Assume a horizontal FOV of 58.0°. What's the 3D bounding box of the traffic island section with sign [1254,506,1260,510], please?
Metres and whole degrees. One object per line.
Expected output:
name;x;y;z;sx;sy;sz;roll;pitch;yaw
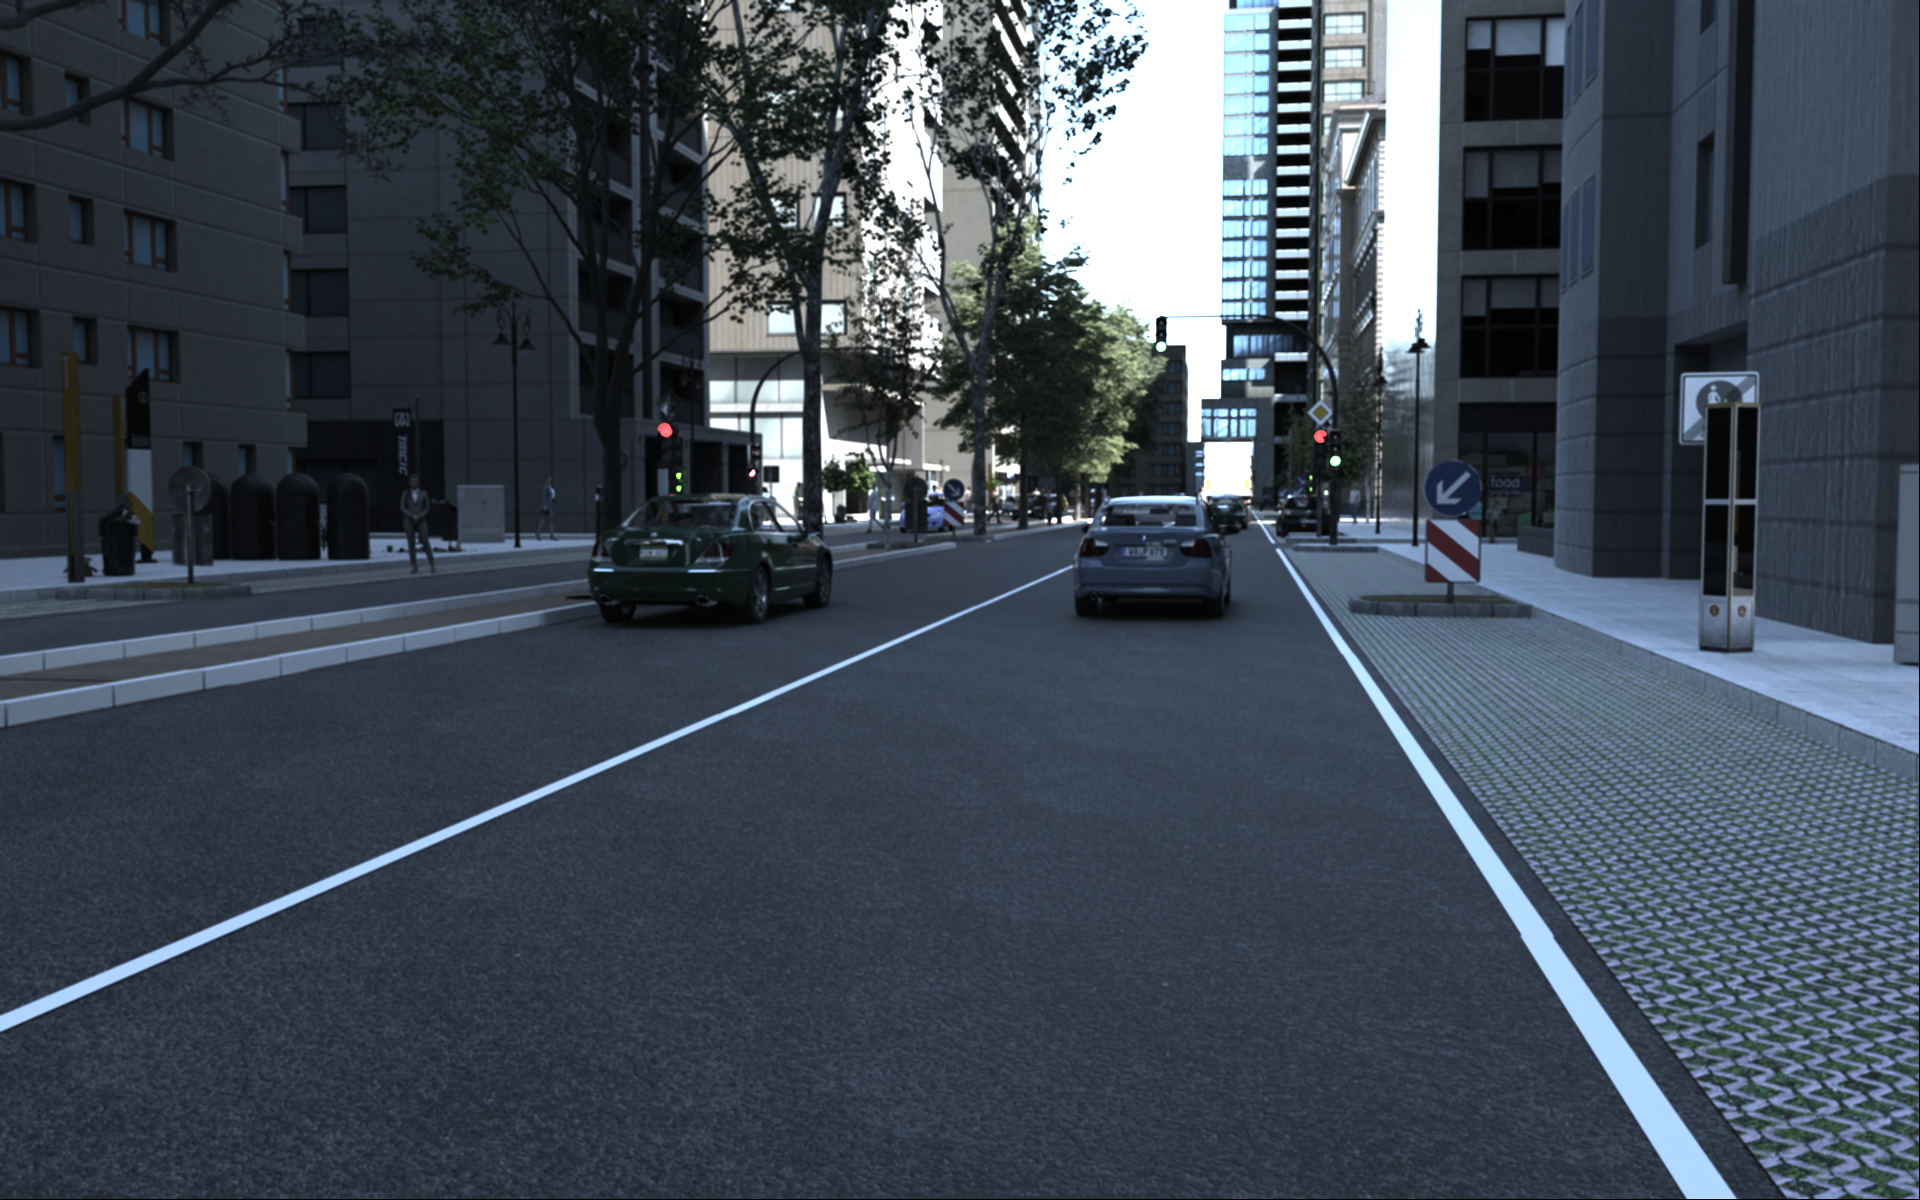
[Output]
traffic island section with sign;27.140;-8.816;152.775;1.989;1.847;2.006;1;4;9

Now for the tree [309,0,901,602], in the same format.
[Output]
tree;-4.672;-5.800;23.050;9.928;11.665;9.643;0;3;0

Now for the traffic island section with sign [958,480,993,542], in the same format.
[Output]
traffic island section with sign;-0.081;-2.742;52.963;2.006;1.907;1.989;1;4;9

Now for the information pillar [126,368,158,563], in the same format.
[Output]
information pillar;-15.165;-2.488;32.042;0.183;3.616;0.504;1;4;21

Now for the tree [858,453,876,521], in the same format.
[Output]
tree;-4.835;-5.343;81.958;1.663;3.219;1.824;0;3;0

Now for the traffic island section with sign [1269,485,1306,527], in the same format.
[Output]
traffic island section with sign;14.660;-4.111;75.844;1.989;1.847;2.006;1;4;9

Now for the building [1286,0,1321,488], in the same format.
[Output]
building;45.958;-45.696;185.377;20.563;71.187;20.611;1;4;9

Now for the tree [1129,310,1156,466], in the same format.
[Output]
tree;6.144;-10.443;91.329;7.486;12.596;7.792;0;3;0

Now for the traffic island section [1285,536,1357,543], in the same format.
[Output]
traffic island section;10.708;-1.791;51.563;2.009;0.180;2.903;1;4;9

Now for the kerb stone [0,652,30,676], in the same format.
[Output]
kerb stone;-7.562;0.530;13.531;0.120;0.150;1.000;1;4;9

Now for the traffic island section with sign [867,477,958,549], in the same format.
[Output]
traffic island section with sign;-1.276;-2.295;45.653;2.006;1.907;1.989;1;4;9

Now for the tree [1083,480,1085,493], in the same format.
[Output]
tree;12.994;-11.724;186.295;1.663;3.219;1.824;0;3;0

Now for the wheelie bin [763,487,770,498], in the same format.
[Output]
wheelie bin;-9.153;-4.388;79.648;0.980;1.594;0.693;1;4;21

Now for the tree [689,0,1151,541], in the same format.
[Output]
tree;-0.403;-12.200;57.811;12.611;20.169;13.585;0;3;0

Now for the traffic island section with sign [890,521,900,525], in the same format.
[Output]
traffic island section with sign;-2.078;-4.340;79.586;1.989;1.847;2.006;1;4;9

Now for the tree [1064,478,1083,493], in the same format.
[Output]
tree;11.754;-11.525;183.029;1.663;3.219;1.824;0;3;0

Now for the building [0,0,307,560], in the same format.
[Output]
building;-33.437;-11.508;33.192;28.899;21.520;27.650;1;4;9

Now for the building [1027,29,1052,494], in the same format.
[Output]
building;-3.827;-33.449;166.498;23.786;49.044;30.456;1;4;9

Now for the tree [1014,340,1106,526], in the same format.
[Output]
tree;3.943;-7.562;76.461;4.737;8.622;4.395;0;3;0

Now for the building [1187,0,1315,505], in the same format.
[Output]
building;44.728;-55.325;217.242;31.000;86.520;22.319;1;4;9

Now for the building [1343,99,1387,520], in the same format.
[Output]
building;26.957;-16.235;94.327;11.050;23.489;19.941;1;4;9

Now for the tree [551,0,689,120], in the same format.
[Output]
tree;-3.934;-10.753;34.166;12.611;20.169;13.585;0;3;0

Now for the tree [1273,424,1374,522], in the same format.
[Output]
tree;17.538;-5.914;80.400;4.285;4.588;4.351;0;3;0

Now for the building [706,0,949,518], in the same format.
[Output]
building;-16.103;-31.347;101.769;28.713;52.752;27.495;1;4;9

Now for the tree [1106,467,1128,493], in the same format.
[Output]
tree;9.571;-9.914;114.913;4.737;8.622;4.395;0;3;0

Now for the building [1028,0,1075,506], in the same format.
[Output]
building;-2.890;-53.865;193.366;31.000;86.520;22.319;1;4;9

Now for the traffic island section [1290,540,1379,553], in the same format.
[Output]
traffic island section;9.429;-1.309;43.680;2.009;0.180;2.903;1;4;9

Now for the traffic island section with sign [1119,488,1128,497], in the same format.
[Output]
traffic island section with sign;11.943;-7.278;127.137;2.006;1.907;1.989;1;4;9

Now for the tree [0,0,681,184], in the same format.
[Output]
tree;-6.777;-5.972;10.467;12.009;13.543;11.850;0;3;0

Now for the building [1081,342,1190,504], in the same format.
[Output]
building;14.993;-23.336;226.585;28.899;21.520;27.650;1;4;9

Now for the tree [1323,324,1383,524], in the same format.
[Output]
tree;17.597;-7.586;74.390;4.360;8.622;3.978;0;3;0

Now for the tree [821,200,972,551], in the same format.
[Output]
tree;-1.787;-5.535;43.325;4.360;8.622;3.978;0;3;0

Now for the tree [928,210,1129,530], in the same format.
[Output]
tree;2.494;-9.099;69.345;7.486;12.596;7.792;0;3;0

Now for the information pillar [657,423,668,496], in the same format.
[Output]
information pillar;-9.666;-3.982;56.465;0.504;3.616;0.183;3;5;41

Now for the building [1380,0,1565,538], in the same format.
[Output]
building;32.251;-15.447;57.070;34.151;26.468;19.350;1;4;9

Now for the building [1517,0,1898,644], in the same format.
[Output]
building;20.398;-29.550;25.149;21.231;58.520;28.212;1;4;9

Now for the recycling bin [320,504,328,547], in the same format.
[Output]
recycling bin;-15.234;-1.821;42.332;0.722;1.027;0.722;1;4;20

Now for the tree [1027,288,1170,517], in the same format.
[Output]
tree;8.564;-12.130;107.434;9.857;13.997;8.962;0;3;0

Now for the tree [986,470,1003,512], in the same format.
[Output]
tree;2.258;-8.152;127.889;1.663;3.219;1.824;0;3;0

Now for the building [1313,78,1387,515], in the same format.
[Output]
building;30.671;-20.056;113.819;13.634;28.700;20.117;1;4;9

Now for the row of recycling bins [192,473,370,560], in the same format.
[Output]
row of recycling bins;-13.360;-1.642;33.965;3.534;1.692;1.069;0;4;0

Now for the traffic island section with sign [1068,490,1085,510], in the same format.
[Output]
traffic island section with sign;10.137;-8.946;154.896;1.989;1.847;2.006;1;4;9

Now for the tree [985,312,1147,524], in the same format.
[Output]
tree;4.847;-8.948;83.171;8.767;10.594;7.601;1;4;9

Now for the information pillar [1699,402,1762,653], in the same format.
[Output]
information pillar;6.255;-0.586;14.078;0.304;2.012;0.304;-2;4;-25

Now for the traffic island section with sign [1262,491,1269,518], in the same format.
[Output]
traffic island section with sign;18.981;-5.738;102.451;1.989;1.847;2.006;1;4;9

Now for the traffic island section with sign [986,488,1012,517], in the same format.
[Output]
traffic island section with sign;2.315;-5.994;106.635;1.989;1.847;2.006;1;4;9

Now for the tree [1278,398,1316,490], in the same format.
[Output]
tree;25.583;-10.947;129.338;4.737;8.622;4.395;0;3;0

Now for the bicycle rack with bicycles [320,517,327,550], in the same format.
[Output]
bicycle rack with bicycles;-15.724;-1.572;39.092;2.925;0.926;2.852;1;4;23

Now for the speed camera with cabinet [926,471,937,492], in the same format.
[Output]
speed camera with cabinet;-2.488;-7.925;123.911;0.660;3.252;2.038;3;5;39

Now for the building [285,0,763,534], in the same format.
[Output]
building;-18.794;-38.351;65.285;20.563;71.187;20.611;1;4;9

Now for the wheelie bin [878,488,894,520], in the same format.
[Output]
wheelie bin;-3.816;-4.827;86.836;0.980;1.594;0.693;-1;4;-21

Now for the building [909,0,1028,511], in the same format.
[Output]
building;-6.365;-31.615;140.606;21.300;48.544;21.600;1;4;9

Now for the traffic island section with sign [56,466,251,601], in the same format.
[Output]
traffic island section with sign;-11.062;-0.947;24.116;1.989;1.847;2.006;1;4;9

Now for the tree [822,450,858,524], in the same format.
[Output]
tree;-5.630;-4.942;75.404;1.663;3.219;1.824;0;3;0

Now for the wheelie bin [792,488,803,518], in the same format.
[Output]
wheelie bin;-7.877;-4.755;85.653;0.980;1.594;0.693;-2;4;-30

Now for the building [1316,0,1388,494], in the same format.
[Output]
building;35.700;-27.820;138.452;14.154;41.232;14.086;1;4;9

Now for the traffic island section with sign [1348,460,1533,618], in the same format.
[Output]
traffic island section with sign;5.758;-0.755;20.968;1.989;1.847;2.006;1;4;9
